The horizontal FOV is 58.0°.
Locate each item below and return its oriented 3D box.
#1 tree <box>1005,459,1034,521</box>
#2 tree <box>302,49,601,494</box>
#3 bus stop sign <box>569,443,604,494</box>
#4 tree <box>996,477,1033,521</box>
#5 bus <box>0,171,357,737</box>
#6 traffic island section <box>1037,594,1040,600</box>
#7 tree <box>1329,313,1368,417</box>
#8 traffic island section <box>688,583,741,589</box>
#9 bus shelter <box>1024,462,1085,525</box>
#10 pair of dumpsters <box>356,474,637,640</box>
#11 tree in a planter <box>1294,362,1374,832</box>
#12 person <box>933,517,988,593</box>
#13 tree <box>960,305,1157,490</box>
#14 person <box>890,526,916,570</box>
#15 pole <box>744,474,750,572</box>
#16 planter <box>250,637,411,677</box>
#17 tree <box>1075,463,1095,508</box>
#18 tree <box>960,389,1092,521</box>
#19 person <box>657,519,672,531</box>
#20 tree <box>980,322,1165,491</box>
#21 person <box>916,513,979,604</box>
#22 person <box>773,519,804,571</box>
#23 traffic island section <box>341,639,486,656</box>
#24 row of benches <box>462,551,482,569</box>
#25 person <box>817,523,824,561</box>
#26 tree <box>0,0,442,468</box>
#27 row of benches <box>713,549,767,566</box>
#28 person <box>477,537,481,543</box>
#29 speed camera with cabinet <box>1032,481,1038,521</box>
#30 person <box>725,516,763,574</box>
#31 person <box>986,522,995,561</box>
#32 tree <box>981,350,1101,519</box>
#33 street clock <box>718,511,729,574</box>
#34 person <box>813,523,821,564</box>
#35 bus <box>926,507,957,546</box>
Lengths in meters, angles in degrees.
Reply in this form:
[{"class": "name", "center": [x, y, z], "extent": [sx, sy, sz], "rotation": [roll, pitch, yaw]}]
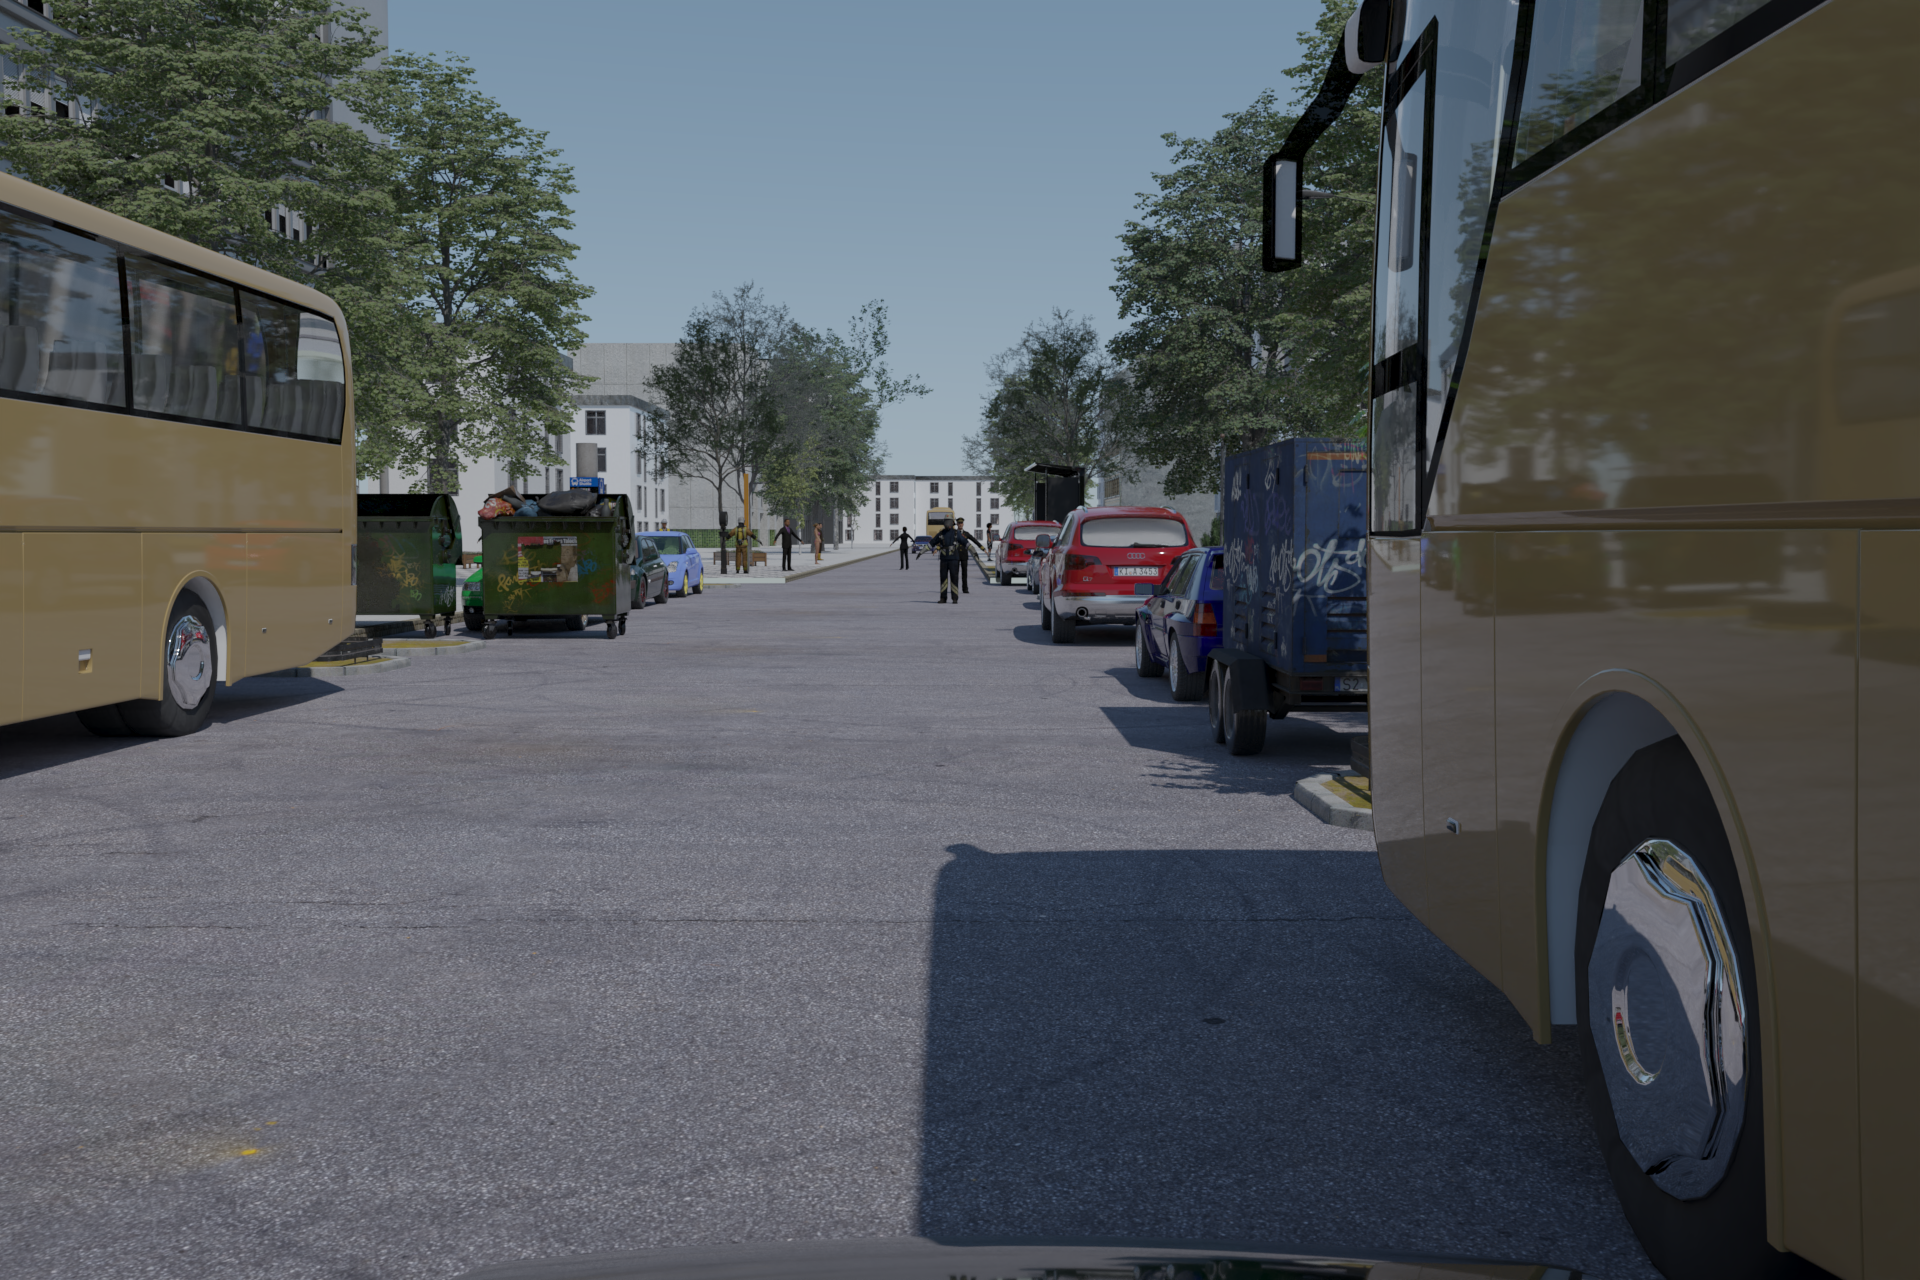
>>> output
[{"class": "tree", "center": [5.908, -12.014, 146.799], "extent": [4.737, 8.622, 4.395], "rotation": [0, 3, 0]}, {"class": "tree", "center": [-12.145, -7.540, 41.409], "extent": [7.486, 12.596, 7.792], "rotation": [0, 3, 0]}, {"class": "bus stop sign", "center": [-10.802, -3.743, 50.212], "extent": [0.837, 3.901, 0.837], "rotation": [0, 4, 0]}, {"class": "tree", "center": [5.149, -12.570, 155.880], "extent": [4.360, 8.622, 3.978], "rotation": [0, 3, 0]}, {"class": "bus", "center": [-6.659, -1.093, 9.417], "extent": [2.896, 3.916, 12.252], "rotation": [0, 4, 0]}, {"class": "traffic island section", "center": [2.710, -0.941, 38.248], "extent": [1.991, 0.108, 1.994], "rotation": [0, 4, 0]}, {"class": "tree", "center": [16.654, -8.428, 63.545], "extent": [9.928, 11.665, 9.643], "rotation": [0, 3, 0]}, {"class": "traffic island section", "center": [-6.925, -1.446, 46.516], "extent": [1.991, 0.108, 1.994], "rotation": [0, 3, 0]}, {"class": "bus shelter", "center": [3.259, -4.193, 59.837], "extent": [1.731, 3.624, 6.357], "rotation": [0, 4, -1]}, {"class": "pair of dumpsters", "center": [-6.781, -1.159, 23.896], "extent": [4.436, 2.255, 1.574], "rotation": [0, 4, -1]}, {"class": "tree in a planter", "center": [2.809, -0.716, 8.925], "extent": [1.991, 3.239, 1.994], "rotation": [0, 4, -1]}, {"class": "person", "center": [0.009, -2.043, 41.788], "extent": [1.347, 1.837, 0.705], "rotation": [0, 4, -6]}, {"class": "tree", "center": [5.578, -11.126, 92.281], "extent": [12.009, 13.543, 11.850], "rotation": [0, 3, 0]}, {"class": "person", "center": [-2.268, -3.673, 69.236], "extent": [1.216, 1.740, 0.721], "rotation": [-2, 4, -33]}, {"class": "pole", "center": [-7.207, -3.955, 58.499], "extent": [0.158, 3.312, 0.155], "rotation": [0, 3, 0]}, {"class": "planter", "center": [-6.956, 0.173, 18.314], "extent": [1.991, 0.319, 1.994], "rotation": [0, 4, 1]}, {"class": "tree", "center": [15.409, -20.054, 246.010], "extent": [7.486, 12.596, 7.792], "rotation": [0, 3, 0]}, {"class": "tree", "center": [5.242, -13.636, 133.323], "extent": [12.009, 13.543, 11.850], "rotation": [0, 3, 0]}, {"class": "person", "center": [-9.372, -2.971, 55.036], "extent": [1.216, 1.772, 0.721], "rotation": [-1, 4, -17]}, {"class": "tree", "center": [5.338, -8.653, 75.887], "extent": [8.767, 10.594, 7.601], "rotation": [-1, 4, -14]}, {"class": "person", "center": [-0.235, -1.676, 35.635], "extent": [1.354, 1.856, 0.705], "rotation": [1, 4, 16]}, {"class": "person", "center": [-5.976, -3.288, 59.982], "extent": [0.704, 1.802, 1.346], "rotation": [3, 5, 44]}, {"class": "traffic island section", "center": [-6.945, 0.097, 21.276], "extent": [1.991, 0.108, 1.994], "rotation": [0, 4, 0]}, {"class": "row of benches", "center": [-18.025, -3.047, 65.275], "extent": [1.422, 0.672, 4.104], "rotation": [1, 4, 12]}, {"class": "person", "center": [-6.778, -4.759, 83.944], "extent": [0.704, 1.812, 1.346], "rotation": [0, 4, 3]}, {"class": "tree", "center": [-13.133, -6.836, 29.893], "extent": [7.486, 12.596, 7.792], "rotation": [0, 3, 0]}, {"class": "row of benches", "center": [-8.927, -3.358, 70.360], "extent": [1.422, 0.672, 4.104], "rotation": [-2, 4, -31]}, {"class": "person", "center": [-18.365, -3.795, 68.227], "extent": [1.347, 1.806, 0.705], "rotation": [0, 4, -2]}, {"class": "speed camera with cabinet", "center": [3.034, -4.276, 64.250], "extent": [0.660, 3.252, 2.038], "rotation": [0, 4, 1]}, {"class": "person", "center": [-7.059, -3.072, 55.990], "extent": [1.354, 1.858, 0.705], "rotation": [0, 4, 4]}, {"class": "person", "center": [1.428, -4.626, 81.775], "extent": [0.704, 1.843, 1.345], "rotation": [1, 4, 9]}, {"class": "tree", "center": [4.982, -11.498, 106.113], "extent": [7.486, 12.596, 7.792], "rotation": [0, 3, 0]}, {"class": "street clock", "center": [-7.538, -3.099, 55.233], "extent": [0.358, 2.002, 0.471], "rotation": [0, 4, 1]}, {"class": "person", "center": [-5.982, -4.069, 73.334], "extent": [0.721, 1.733, 1.217], "rotation": [-1, 4, -8]}, {"class": "bus", "center": [-1.689, -10.158, 157.637], "extent": [2.896, 3.916, 12.252], "rotation": [0, 4, 0]}]
